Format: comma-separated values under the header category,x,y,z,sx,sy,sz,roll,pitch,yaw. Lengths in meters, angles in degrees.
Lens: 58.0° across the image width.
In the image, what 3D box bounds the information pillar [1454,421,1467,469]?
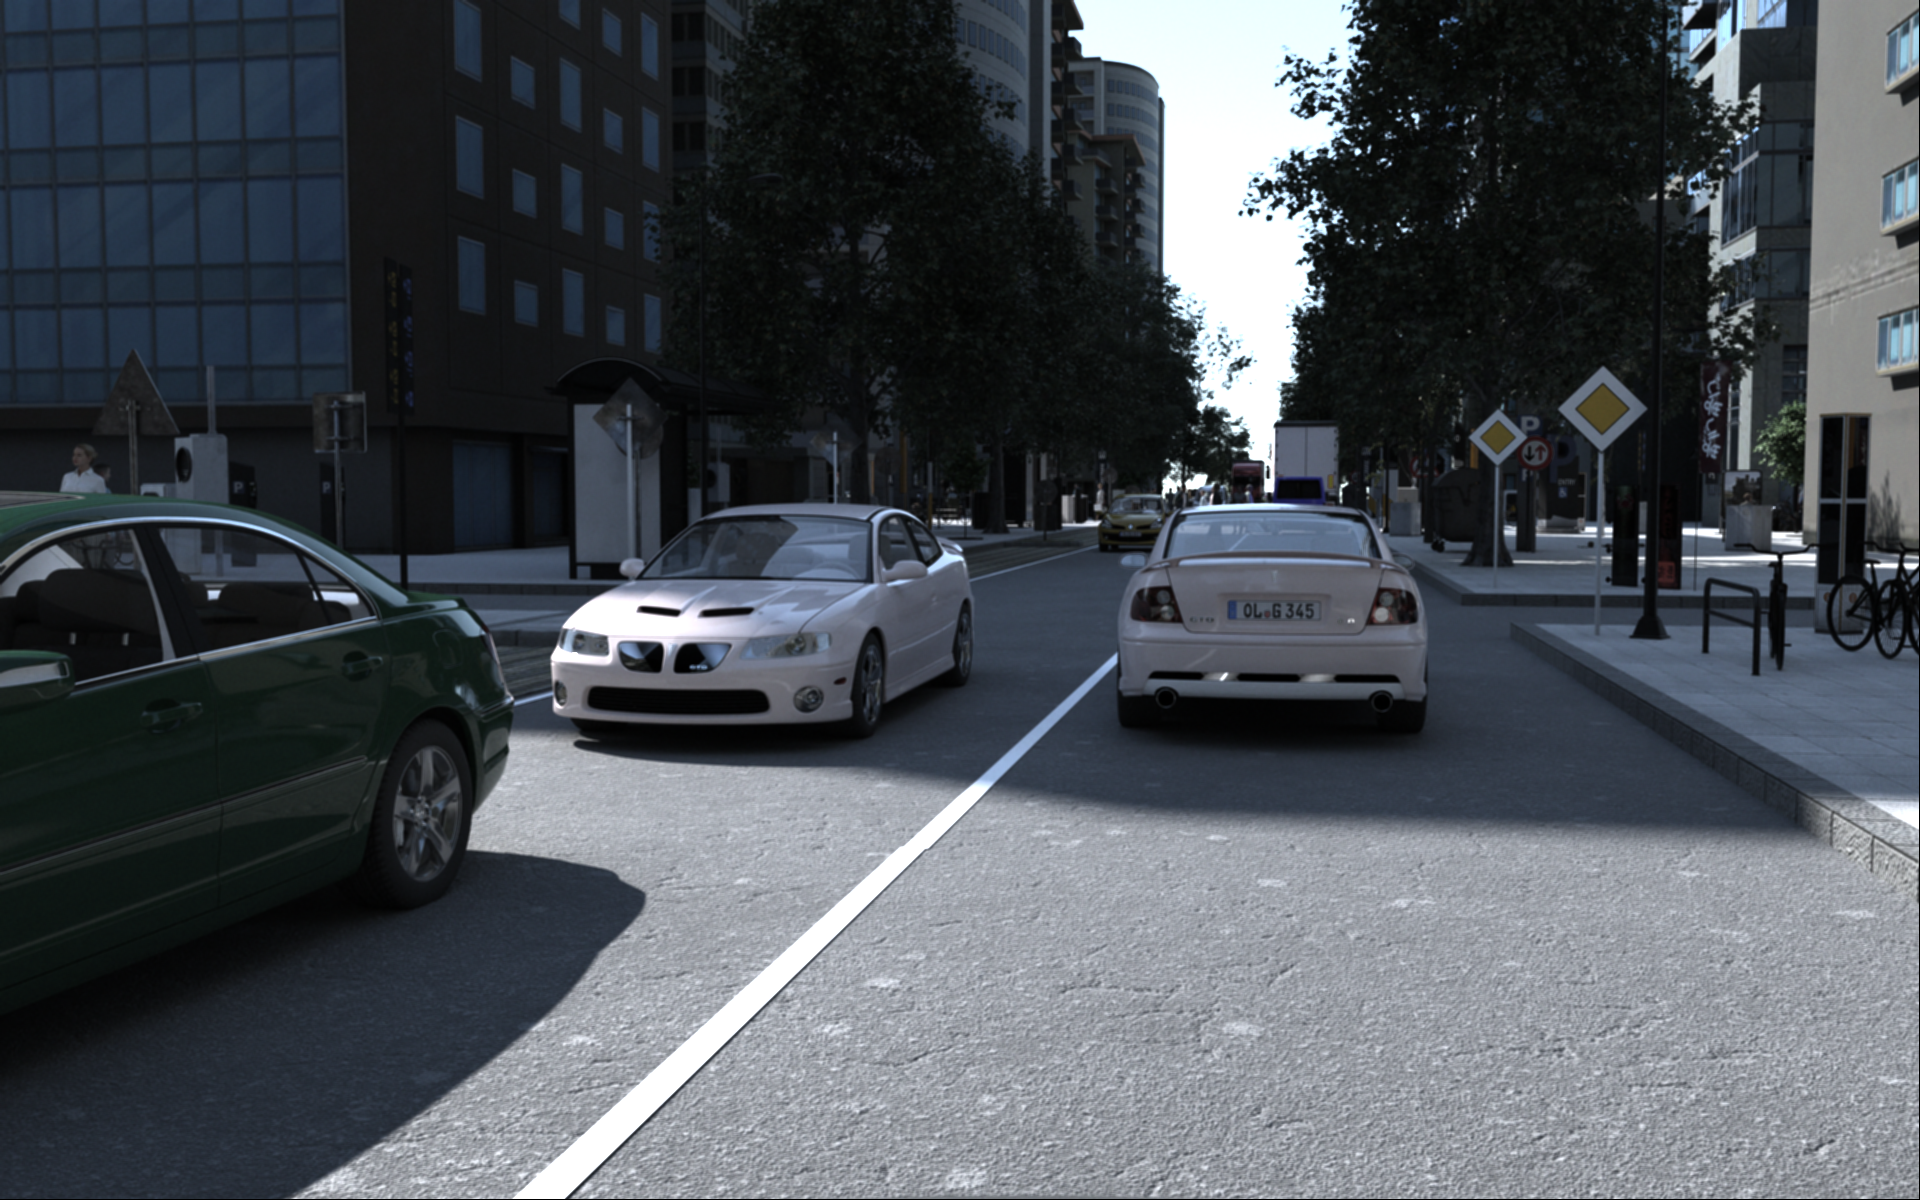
category,x,y,z,sx,sy,sz,roll,pitch,yaw
information pillar,15.954,-3.912,55.313,0.183,3.616,0.504,-2,4,-24

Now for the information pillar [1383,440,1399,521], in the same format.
category,x,y,z,sx,sy,sz,roll,pitch,yaw
information pillar,14.509,-4.093,58.271,0.504,3.616,0.183,1,4,19

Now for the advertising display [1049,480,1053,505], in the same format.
category,x,y,z,sx,sy,sz,roll,pitch,yaw
advertising display,3.794,-4.362,76.536,0.123,1.923,0.974,2,4,33

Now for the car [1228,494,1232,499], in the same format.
category,x,y,z,sx,sy,sz,roll,pitch,yaw
car,30.658,-11.349,194.346,1.959,1.807,4.718,1,4,11

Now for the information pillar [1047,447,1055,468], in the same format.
category,x,y,z,sx,sy,sz,roll,pitch,yaw
information pillar,4.359,-5.586,82.688,0.183,3.616,0.504,-3,5,-42

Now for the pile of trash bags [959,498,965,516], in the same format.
category,x,y,z,sx,sy,sz,roll,pitch,yaw
pile of trash bags,0.673,-5.511,99.858,1.912,1.369,3.447,-1,4,-22

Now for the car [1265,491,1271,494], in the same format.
category,x,y,z,sx,sy,sz,roll,pitch,yaw
car,43.858,-14.537,246.348,2.281,1.827,5.304,1,4,10

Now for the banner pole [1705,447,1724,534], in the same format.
category,x,y,z,sx,sy,sz,roll,pitch,yaw
banner pole,24.176,-3.998,55.389,0.863,3.779,0.401,-1,4,-15

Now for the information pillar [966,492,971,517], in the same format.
category,x,y,z,sx,sy,sz,roll,pitch,yaw
information pillar,0.461,-5.600,96.055,0.304,2.012,0.304,0,4,8

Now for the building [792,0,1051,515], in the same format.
category,x,y,z,sx,sy,sz,roll,pitch,yaw
building,-6.219,-35.102,115.910,21.231,58.520,28.212,1,4,11

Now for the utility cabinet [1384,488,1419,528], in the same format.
category,x,y,z,sx,sy,sz,roll,pitch,yaw
utility cabinet,15.099,-3.094,59.262,1.173,1.500,0.318,-1,4,-19

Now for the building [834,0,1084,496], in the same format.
category,x,y,z,sx,sy,sz,roll,pitch,yaw
building,-1.551,-30.020,145.457,22.147,44.769,28.867,1,4,11

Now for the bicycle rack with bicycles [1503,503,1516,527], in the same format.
category,x,y,z,sx,sy,sz,roll,pitch,yaw
bicycle rack with bicycles,20.624,-3.311,67.514,2.925,0.926,2.852,-2,4,-27

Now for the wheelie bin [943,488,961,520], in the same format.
category,x,y,z,sx,sy,sz,roll,pitch,yaw
wheelie bin,-0.400,-4.809,86.530,0.693,1.594,0.980,-2,4,-32

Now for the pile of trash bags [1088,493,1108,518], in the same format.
category,x,y,z,sx,sy,sz,roll,pitch,yaw
pile of trash bags,7.557,-5.200,94.778,1.912,1.369,3.447,0,4,-5

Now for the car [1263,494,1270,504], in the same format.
category,x,y,z,sx,sy,sz,roll,pitch,yaw
car,34.800,-11.398,196.572,2.015,1.641,3.980,1,4,11

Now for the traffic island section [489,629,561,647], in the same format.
category,x,y,z,sx,sy,sz,roll,pitch,yaw
traffic island section,-3.345,0.294,17.477,2.009,0.180,2.903,1,4,11

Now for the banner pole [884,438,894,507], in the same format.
category,x,y,z,sx,sy,sz,roll,pitch,yaw
banner pole,-3.104,-5.202,75.070,0.401,3.779,0.863,2,4,34

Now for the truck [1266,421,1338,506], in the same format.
category,x,y,z,sx,sy,sz,roll,pitch,yaw
truck,14.213,-5.088,72.106,2.839,4.237,11.283,1,4,9

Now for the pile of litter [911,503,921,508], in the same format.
category,x,y,z,sx,sy,sz,roll,pitch,yaw
pile of litter,-2.215,-4.482,87.247,1.719,0.858,1.176,1,4,18

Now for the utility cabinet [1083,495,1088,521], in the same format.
category,x,y,z,sx,sy,sz,roll,pitch,yaw
utility cabinet,5.703,-4.429,83.580,0.306,1.237,1.020,-3,5,-41

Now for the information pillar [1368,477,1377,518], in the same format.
category,x,y,z,sx,sy,sz,roll,pitch,yaw
information pillar,21.819,-6.127,91.525,0.183,3.616,0.504,-3,5,-40

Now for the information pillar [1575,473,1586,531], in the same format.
category,x,y,z,sx,sy,sz,roll,pitch,yaw
information pillar,21.499,-3.398,60.054,0.304,2.012,0.304,0,4,3

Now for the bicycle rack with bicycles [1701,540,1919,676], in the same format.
category,x,y,z,sx,sy,sz,roll,pitch,yaw
bicycle rack with bicycles,6.847,0.022,13.021,2.852,0.926,2.925,1,4,14

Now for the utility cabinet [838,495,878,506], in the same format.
category,x,y,z,sx,sy,sz,roll,pitch,yaw
utility cabinet,-2.686,-2.100,45.497,1.020,1.237,0.306,0,4,4

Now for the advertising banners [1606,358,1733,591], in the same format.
category,x,y,z,sx,sy,sz,roll,pitch,yaw
advertising banners,9.529,-1.660,23.333,0.090,3.025,2.074,-2,4,-23

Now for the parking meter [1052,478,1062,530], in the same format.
category,x,y,z,sx,sy,sz,roll,pitch,yaw
parking meter,3.468,-3.430,61.794,0.255,1.863,0.399,-1,4,-15

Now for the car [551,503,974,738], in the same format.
category,x,y,z,sx,sy,sz,roll,pitch,yaw
car,-1.120,0.034,11.803,2.083,1.381,4.827,1,4,11

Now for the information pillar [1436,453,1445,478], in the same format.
category,x,y,z,sx,sy,sz,roll,pitch,yaw
information pillar,26.543,-6.388,95.805,0.504,3.616,0.183,3,5,41

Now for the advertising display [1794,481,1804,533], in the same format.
category,x,y,z,sx,sy,sz,roll,pitch,yaw
advertising display,27.622,-3.169,57.029,0.123,1.923,0.974,3,4,36

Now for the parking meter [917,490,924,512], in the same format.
category,x,y,z,sx,sy,sz,roll,pitch,yaw
parking meter,-2.296,-5.596,99.911,0.372,1.533,0.369,0,3,0

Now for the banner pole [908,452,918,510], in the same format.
category,x,y,z,sx,sy,sz,roll,pitch,yaw
banner pole,-2.757,-6.836,101.788,0.863,3.779,0.401,0,4,-5

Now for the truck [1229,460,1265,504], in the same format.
category,x,y,z,sx,sy,sz,roll,pitch,yaw
truck,24.010,-9.500,144.241,2.839,4.237,11.283,1,4,11

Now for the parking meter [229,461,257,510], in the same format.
category,x,y,z,sx,sy,sz,roll,pitch,yaw
parking meter,-12.648,-1.521,30.576,0.399,1.863,0.255,0,4,6

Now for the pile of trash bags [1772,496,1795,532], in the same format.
category,x,y,z,sx,sy,sz,roll,pitch,yaw
pile of trash bags,28.231,-3.014,59.027,3.447,1.369,1.912,2,4,35

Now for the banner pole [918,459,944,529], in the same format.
category,x,y,z,sx,sy,sz,roll,pitch,yaw
banner pole,-0.986,-4.537,64.200,0.863,3.779,0.401,2,4,26

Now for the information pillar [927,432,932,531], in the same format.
category,x,y,z,sx,sy,sz,roll,pitch,yaw
information pillar,-0.790,-3.287,45.102,0.183,3.616,0.504,0,4,-7

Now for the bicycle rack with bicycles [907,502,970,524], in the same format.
category,x,y,z,sx,sy,sz,roll,pitch,yaw
bicycle rack with bicycles,-1.334,-3.698,73.842,2.852,0.926,2.925,-3,5,-40

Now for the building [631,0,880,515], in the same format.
category,x,y,z,sx,sy,sz,roll,pitch,yaw
building,-20.425,-23.200,71.200,32.217,40.220,23.993,1,4,11

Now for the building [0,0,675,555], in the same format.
category,x,y,z,sx,sy,sz,roll,pitch,yaw
building,-16.250,-24.013,42.720,14.600,45.320,14.200,1,4,11

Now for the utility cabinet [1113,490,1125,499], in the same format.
category,x,y,z,sx,sy,sz,roll,pitch,yaw
utility cabinet,8.325,-4.921,89.144,0.318,1.500,1.173,-2,4,-31

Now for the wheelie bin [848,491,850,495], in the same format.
category,x,y,z,sx,sy,sz,roll,pitch,yaw
wheelie bin,-5.400,-4.971,89.181,0.980,1.594,0.693,3,4,36

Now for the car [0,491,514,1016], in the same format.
category,x,y,z,sx,sy,sz,roll,pitch,yaw
car,-3.000,0.423,4.881,2.131,1.459,4.920,1,4,12

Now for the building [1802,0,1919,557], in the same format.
category,x,y,z,sx,sy,sz,roll,pitch,yaw
building,30.702,-25.210,35.890,21.600,48.544,21.300,1,4,11

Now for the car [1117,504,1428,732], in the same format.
category,x,y,z,sx,sy,sz,roll,pitch,yaw
car,2.100,0.028,11.900,2.083,1.381,4.827,1,4,9

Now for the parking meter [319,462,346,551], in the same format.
category,x,y,z,sx,sy,sz,roll,pitch,yaw
parking meter,-11.273,-1.555,31.142,0.399,1.863,0.255,2,4,26

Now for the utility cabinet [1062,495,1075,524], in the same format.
category,x,y,z,sx,sy,sz,roll,pitch,yaw
utility cabinet,4.577,-3.909,75.071,0.306,1.237,1.020,-2,4,-26

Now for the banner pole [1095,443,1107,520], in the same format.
category,x,y,z,sx,sy,sz,roll,pitch,yaw
banner pole,6.784,-5.764,84.254,0.863,3.779,0.401,3,4,37

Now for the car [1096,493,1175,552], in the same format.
category,x,y,z,sx,sy,sz,roll,pitch,yaw
car,4.533,-2.074,44.139,2.015,1.641,3.980,1,4,11

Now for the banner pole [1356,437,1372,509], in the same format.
category,x,y,z,sx,sy,sz,roll,pitch,yaw
banner pole,17.782,-5.289,76.489,0.863,3.779,0.401,0,4,6

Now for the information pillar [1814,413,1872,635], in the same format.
category,x,y,z,sx,sy,sz,roll,pitch,yaw
information pillar,8.080,-0.695,15.861,0.304,2.012,0.304,-1,4,-20

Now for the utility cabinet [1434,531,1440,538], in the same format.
category,x,y,z,sx,sy,sz,roll,pitch,yaw
utility cabinet,14.008,-2.535,50.122,0.318,1.500,1.173,2,4,33

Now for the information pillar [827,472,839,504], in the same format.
category,x,y,z,sx,sy,sz,roll,pitch,yaw
information pillar,-4.248,-3.276,58.047,0.304,2.012,0.304,2,4,24

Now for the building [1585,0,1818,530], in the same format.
category,x,y,z,sx,sy,sz,roll,pitch,yaw
building,39.617,-46.429,71.784,22.319,86.520,31.000,1,4,11

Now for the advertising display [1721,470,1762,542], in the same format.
category,x,y,z,sx,sy,sz,roll,pitch,yaw
advertising display,20.858,-2.509,46.237,0.974,1.923,0.123,1,4,10

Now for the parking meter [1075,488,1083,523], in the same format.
category,x,y,z,sx,sy,sz,roll,pitch,yaw
parking meter,5.239,-4.146,76.206,0.372,1.533,0.369,0,3,0
